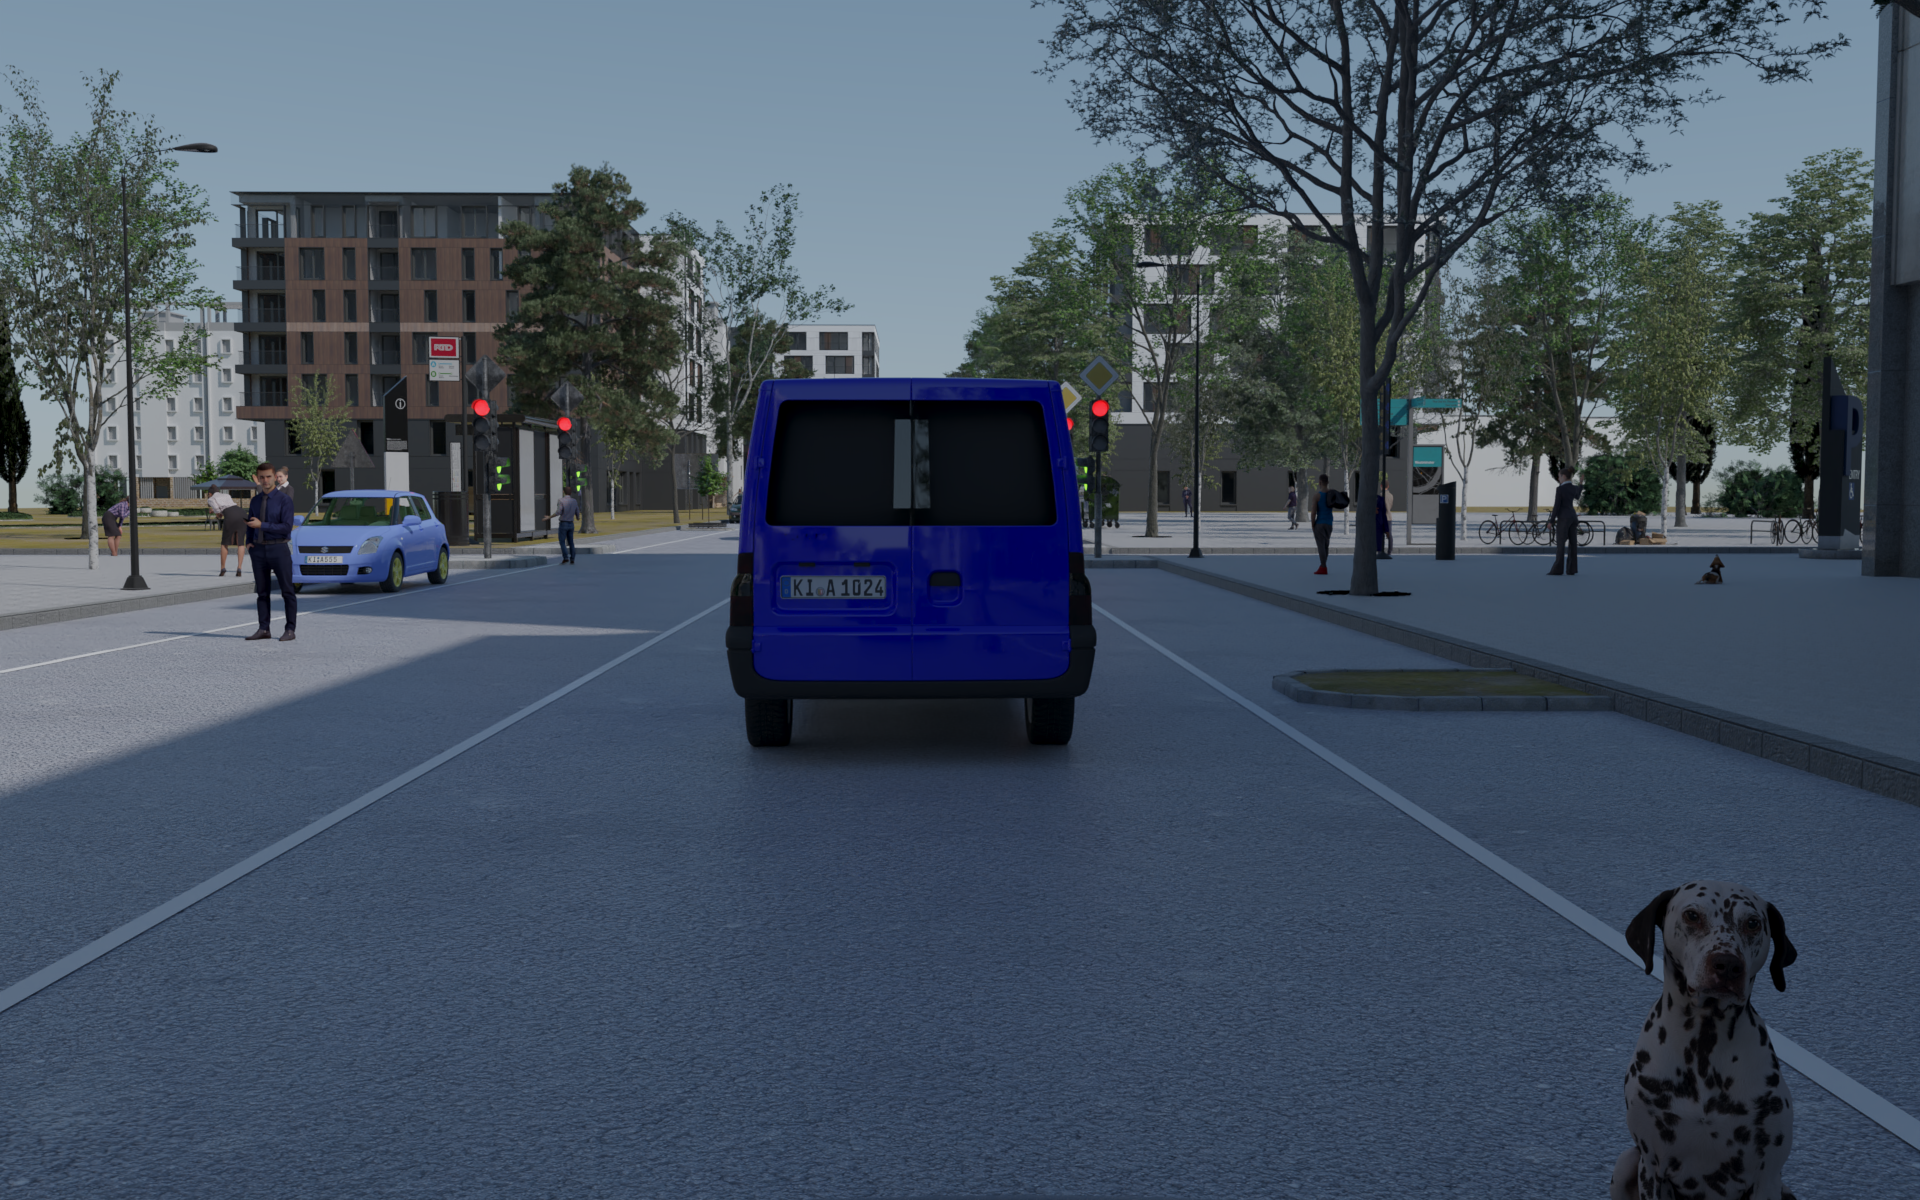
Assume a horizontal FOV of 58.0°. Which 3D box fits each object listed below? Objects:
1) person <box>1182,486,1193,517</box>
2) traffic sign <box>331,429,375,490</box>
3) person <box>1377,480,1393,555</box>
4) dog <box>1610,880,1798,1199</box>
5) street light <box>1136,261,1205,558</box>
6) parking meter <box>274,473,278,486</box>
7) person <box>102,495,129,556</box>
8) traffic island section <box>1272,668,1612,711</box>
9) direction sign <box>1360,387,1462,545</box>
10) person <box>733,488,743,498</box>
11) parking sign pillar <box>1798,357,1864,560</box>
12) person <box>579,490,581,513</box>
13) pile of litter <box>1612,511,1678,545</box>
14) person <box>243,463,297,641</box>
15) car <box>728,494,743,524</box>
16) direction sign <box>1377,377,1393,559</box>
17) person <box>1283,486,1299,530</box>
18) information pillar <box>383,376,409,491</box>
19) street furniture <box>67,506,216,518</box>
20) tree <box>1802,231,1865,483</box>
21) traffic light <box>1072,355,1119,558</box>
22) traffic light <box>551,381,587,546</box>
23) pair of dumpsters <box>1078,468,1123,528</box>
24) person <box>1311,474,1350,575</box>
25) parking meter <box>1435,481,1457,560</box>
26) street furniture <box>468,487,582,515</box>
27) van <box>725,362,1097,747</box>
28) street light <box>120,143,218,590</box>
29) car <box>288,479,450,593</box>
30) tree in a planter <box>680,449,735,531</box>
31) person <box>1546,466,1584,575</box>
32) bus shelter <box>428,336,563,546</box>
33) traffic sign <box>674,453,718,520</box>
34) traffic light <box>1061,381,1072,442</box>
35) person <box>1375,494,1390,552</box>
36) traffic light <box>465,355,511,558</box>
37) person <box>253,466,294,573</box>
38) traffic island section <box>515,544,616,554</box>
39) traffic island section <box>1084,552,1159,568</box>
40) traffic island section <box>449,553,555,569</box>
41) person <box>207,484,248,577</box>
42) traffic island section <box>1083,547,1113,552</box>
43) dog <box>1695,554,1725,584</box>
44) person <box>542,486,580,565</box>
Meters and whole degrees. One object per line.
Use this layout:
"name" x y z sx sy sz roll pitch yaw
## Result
"person" 12.578 -5.457 95.710 0.683 1.767 0.568 1 4 14
"traffic sign" -12.116 -2.113 34.552 0.884 2.594 0.081 0 4 2
"person" 9.566 -1.862 39.481 0.617 1.759 0.750 -2 4 -24
"dog" 1.394 0.848 2.973 0.800 0.831 0.513 -2 4 -24
"street light" 4.214 -3.804 34.739 1.470 5.913 1.316 0 4 -1
"parking meter" -17.416 -2.329 43.785 0.255 1.863 0.399 -3 4 -37
"person" -17.836 -1.532 36.787 0.697 1.427 0.421 -1 4 -16
"traffic island section" 3.303 0.639 12.416 1.991 0.108 1.994 0 4 -1
"direction sign" 11.264 -3.304 42.787 2.525 3.948 1.411 0 4 -1
"person" -17.790 -8.155 140.095 1.217 1.735 0.721 -1 4 -18
"parking sign pillar" 17.552 -2.814 34.482 1.447 3.967 1.447 3 5 42
"person" -24.777 -6.624 114.213 0.709 1.838 0.599 2 4 26
"pile of litter" 17.370 -1.831 43.901 1.719 0.858 1.176 0 4 5
"person" -6.788 -0.473 16.938 0.576 1.737 0.504 0 4 7
"car" -10.335 -4.603 85.045 2.009 1.686 4.222 0 4 -1
"direction sign" 8.341 -2.573 34.064 0.379 3.537 0.876 0 4 2
"person" 11.900 -3.290 62.045 0.569 1.553 0.471 -1 4 -22
"information pillar" -11.156 -2.628 34.328 0.504 3.616 0.183 -3 5 -44
"street furniture" -45.704 -5.094 98.916 5.734 0.657 10.072 1 4 23
"tree" 48.475 -11.459 89.180 18.604 14.587 13.155 1 4 10
"traffic light" 2.757 -2.781 34.720 0.839 4.213 0.868 0 4 -1
"traffic light" -9.583 -3.252 42.410 0.839 4.213 0.868 0 4 -1
"pair of dumpsters" 5.295 -3.923 66.636 1.574 2.255 4.436 0 4 -1
"person" 5.849 -1.207 27.647 0.647 1.594 0.662 -2 4 -31
"parking meter" 9.456 -1.547 33.701 0.372 1.533 0.369 0 3 0
"street furniture" -26.957 -6.112 106.792 9.812 1.723 11.010 3 5 43
"van" -0.359 -0.436 11.511 2.240 2.365 5.245 0 4 -2
"street light" -10.513 -3.089 23.046 1.470 5.913 1.316 0 4 -1
"car" -9.035 -1.022 26.301 1.945 1.707 3.694 0 4 -1
"tree in a planter" -9.885 -4.331 68.041 1.991 3.239 1.994 0 4 -1
"person" 9.632 -1.264 27.507 0.445 1.727 0.742 2 4 35
"bus shelter" -12.466 -4.228 46.764 2.179 5.291 8.768 0 4 -1
"traffic sign" -13.188 -5.664 86.471 2.265 3.308 0.079 0 4 1
"traffic light" 2.575 -3.270 42.703 0.839 4.213 0.868 0 4 -1
"person" 5.980 -1.005 24.846 0.453 1.535 0.546 -2 4 -28
"traffic light" -9.401 -2.763 34.427 0.839 4.213 0.868 0 4 -1
"person" -11.076 -1.288 27.909 0.742 1.727 0.445 0 4 2
"traffic island section" -9.623 -1.239 42.543 2.009 0.180 2.903 0 4 -1
"traffic island section" 2.797 -0.768 34.834 2.009 0.180 2.903 0 4 -1
"traffic island section" -9.441 -0.751 34.560 2.009 0.180 2.903 0 4 -1
"person" -11.433 -1.085 26.964 0.799 1.438 0.628 0 4 3
"traffic island section" 2.615 -1.256 42.817 2.009 0.180 2.903 0 4 -1
"dog" 10.740 -0.437 24.879 0.748 0.427 0.550 -1 4 -12
"person" -7.962 -1.503 35.040 0.435 1.587 0.963 2 4 34
